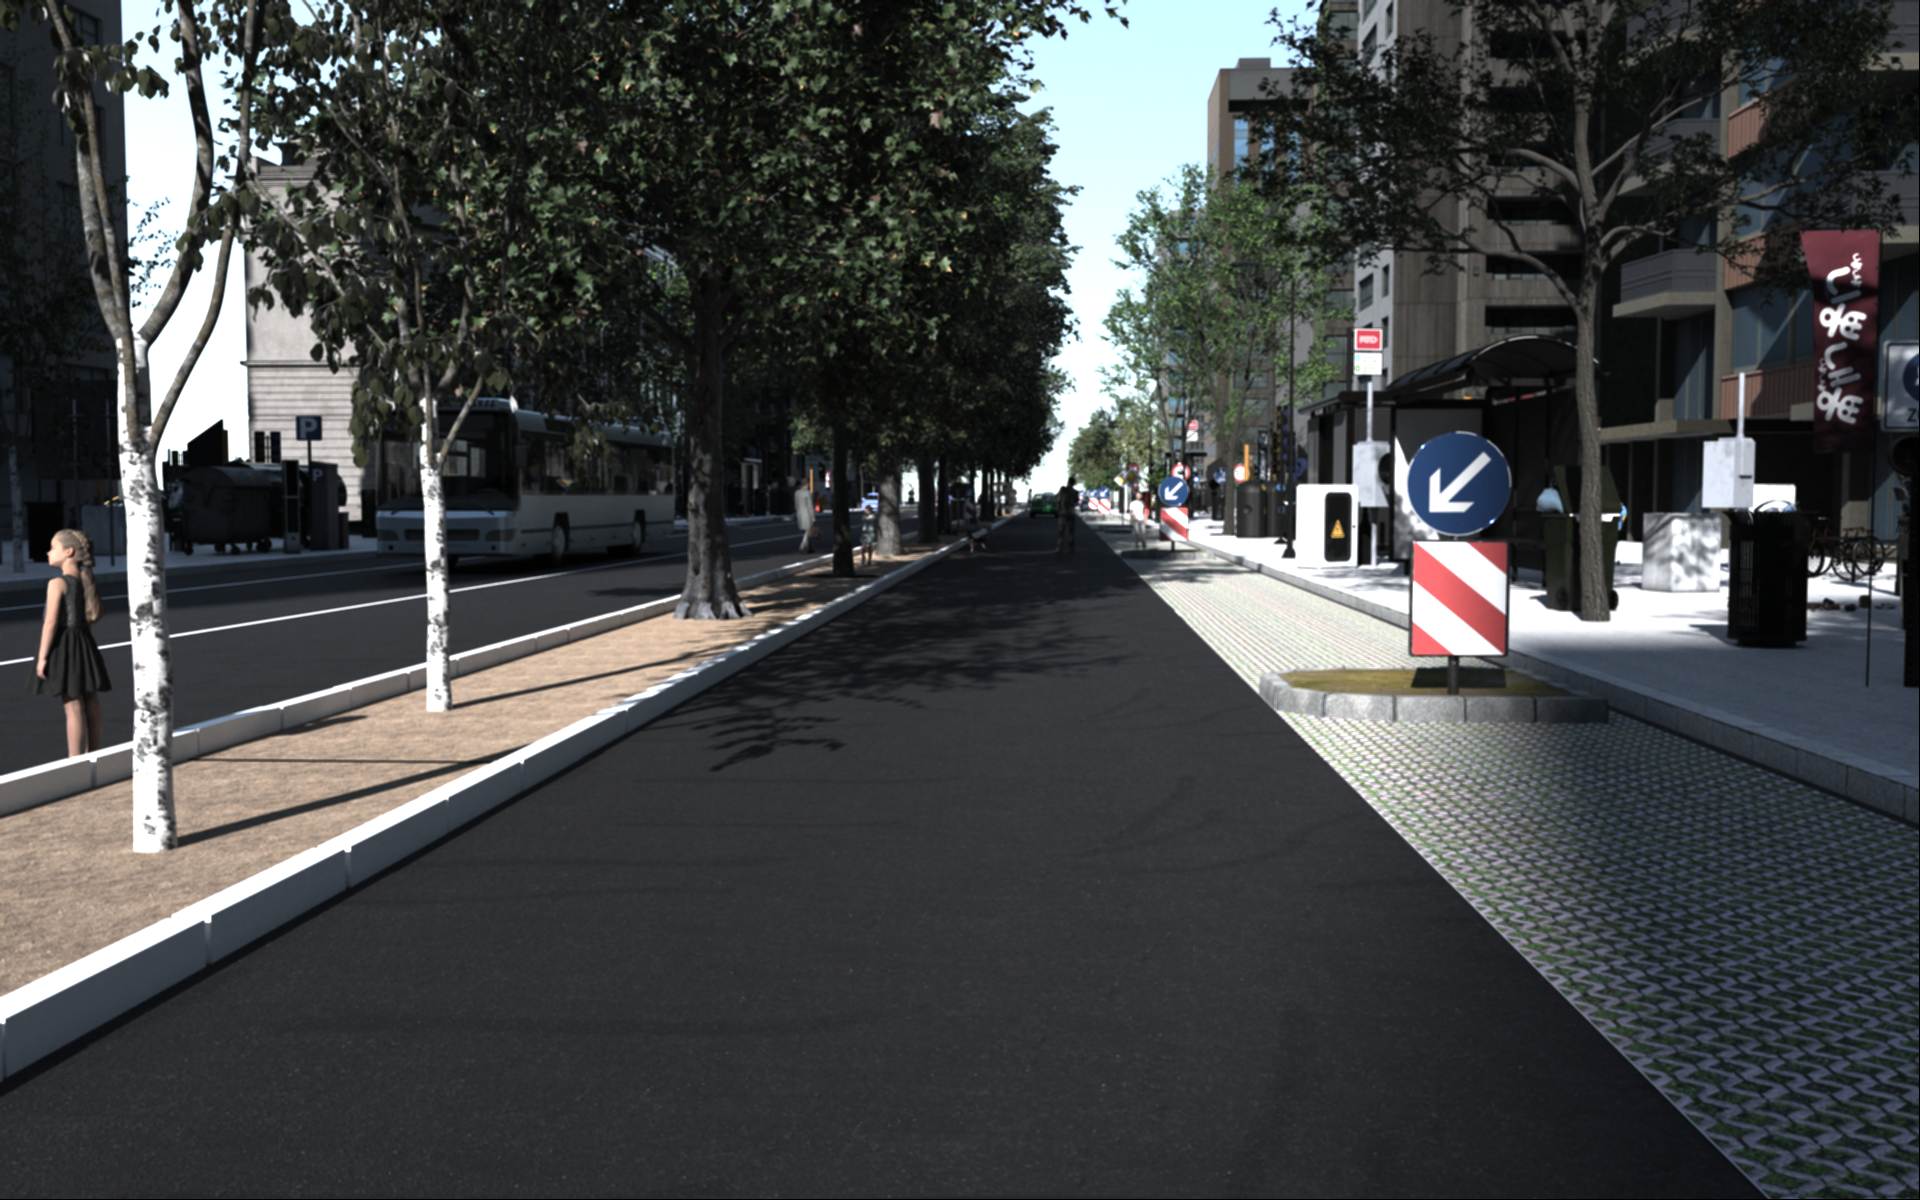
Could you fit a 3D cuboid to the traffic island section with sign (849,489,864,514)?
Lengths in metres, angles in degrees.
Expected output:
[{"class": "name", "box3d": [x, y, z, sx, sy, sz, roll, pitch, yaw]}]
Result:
[{"class": "traffic island section with sign", "box3d": [-7.572, -6.967, 122.532, 1.989, 1.847, 2.006, 0, 4, 3]}]

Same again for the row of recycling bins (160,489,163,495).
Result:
[{"class": "row of recycling bins", "box3d": [-63.918, -7.968, 137.395, 1.069, 1.692, 3.534, 1, 4, 21]}]

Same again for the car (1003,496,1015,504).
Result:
[{"class": "car", "box3d": [7.217, -15.396, 260.758, 2.155, 1.783, 4.494, 0, 4, 2]}]

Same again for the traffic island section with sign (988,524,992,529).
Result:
[{"class": "traffic island section with sign", "box3d": [0.315, -3.895, 71.812, 2.006, 1.907, 1.989, 0, 4, 3]}]

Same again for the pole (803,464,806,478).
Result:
[{"class": "pole", "box3d": [-10.577, -7.584, 117.833, 0.158, 3.312, 0.155, 0, 3, 0]}]

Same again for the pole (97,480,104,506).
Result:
[{"class": "pole", "box3d": [-32.019, -4.323, 64.521, 0.158, 3.312, 0.155, 0, 3, 0]}]

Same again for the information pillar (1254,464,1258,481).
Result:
[{"class": "information pillar", "box3d": [23.029, -8.748, 134.389, 0.504, 3.616, 0.183, -1, 4, -12]}]

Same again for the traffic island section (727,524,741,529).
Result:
[{"class": "traffic island section", "box3d": [-10.344, -3.087, 72.748, 2.009, 0.180, 2.903, 0, 4, 3]}]

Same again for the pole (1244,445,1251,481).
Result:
[{"class": "pole", "box3d": [11.807, -4.749, 71.487, 0.158, 3.312, 0.155, 0, 3, 0]}]

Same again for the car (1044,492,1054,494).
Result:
[{"class": "car", "box3d": [13.731, -15.899, 268.626, 2.281, 1.827, 5.304, 0, 4, 4]}]

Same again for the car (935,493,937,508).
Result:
[{"class": "car", "box3d": [-2.074, -9.229, 159.926, 2.155, 1.783, 4.494, 0, 4, 2]}]

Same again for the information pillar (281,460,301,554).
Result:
[{"class": "information pillar", "box3d": [-14.360, -2.000, 37.185, 0.304, 2.012, 0.304, -2, 4, -32]}]

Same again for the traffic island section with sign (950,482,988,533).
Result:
[{"class": "traffic island section with sign", "box3d": [-0.107, -3.442, 64.417, 2.006, 1.907, 1.989, 0, 4, 3]}]

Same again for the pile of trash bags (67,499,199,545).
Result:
[{"class": "pile of trash bags", "box3d": [-20.441, -2.031, 42.959, 3.447, 1.369, 1.912, 0, 4, -8]}]

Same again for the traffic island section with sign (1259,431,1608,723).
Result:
[{"class": "traffic island section with sign", "box3d": [3.093, -0.191, 11.755, 1.989, 1.847, 2.006, 0, 4, 3]}]

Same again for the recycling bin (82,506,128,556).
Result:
[{"class": "recycling bin", "box3d": [-17.891, -1.450, 36.266, 0.722, 1.027, 0.722, -1, 4, -10]}]

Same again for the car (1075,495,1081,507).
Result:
[{"class": "car", "box3d": [12.626, -10.145, 178.450, 1.945, 1.354, 3.894, 0, 4, 4]}]

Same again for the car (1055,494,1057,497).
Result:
[{"class": "car", "box3d": [6.862, -7.422, 131.143, 2.009, 1.686, 4.222, 0, 4, 4]}]

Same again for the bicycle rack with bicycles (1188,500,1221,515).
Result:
[{"class": "bicycle rack with bicycles", "box3d": [15.311, -5.656, 105.863, 2.925, 0.926, 2.852, 2, 4, 29]}]

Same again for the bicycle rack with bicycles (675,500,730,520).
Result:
[{"class": "bicycle rack with bicycles", "box3d": [-12.762, -4.392, 85.185, 2.925, 0.926, 2.852, -2, 4, -34]}]

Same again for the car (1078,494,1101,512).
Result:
[{"class": "car", "box3d": [9.857, -7.191, 129.577, 2.014, 1.417, 4.499, 0, 4, 1]}]

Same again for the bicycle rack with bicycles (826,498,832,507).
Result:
[{"class": "bicycle rack with bicycles", "box3d": [-10.631, -7.984, 143.919, 2.925, 0.926, 2.852, -1, 4, -23]}]

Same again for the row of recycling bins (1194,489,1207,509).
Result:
[{"class": "row of recycling bins", "box3d": [19.497, -8.069, 139.042, 1.069, 1.692, 3.534, -1, 4, -17]}]

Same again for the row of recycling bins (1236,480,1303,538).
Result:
[{"class": "row of recycling bins", "box3d": [9.637, -2.716, 51.517, 3.534, 1.692, 1.069, -2, 4, -33]}]

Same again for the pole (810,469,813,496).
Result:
[{"class": "pole", "box3d": [-12.077, -9.002, 141.025, 0.158, 3.312, 0.155, 0, 3, 0]}]

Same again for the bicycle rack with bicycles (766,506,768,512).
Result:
[{"class": "bicycle rack with bicycles", "box3d": [-15.201, -6.565, 120.714, 2.925, 0.926, 2.852, 3, 5, 41]}]

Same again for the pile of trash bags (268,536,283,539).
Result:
[{"class": "pile of trash bags", "box3d": [-20.386, -2.497, 50.572, 1.912, 1.369, 3.447, -2, 4, -33]}]

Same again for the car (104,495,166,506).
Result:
[{"class": "car", "box3d": [-34.000, -3.714, 70.944, 3.980, 1.641, 2.015, 0, 4, 4]}]

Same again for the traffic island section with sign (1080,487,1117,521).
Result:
[{"class": "traffic island section with sign", "box3d": [7.673, -5.212, 93.841, 1.989, 1.847, 2.006, 0, 4, 3]}]

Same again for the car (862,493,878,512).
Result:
[{"class": "car", "box3d": [-6.617, -7.668, 134.959, 1.945, 1.707, 3.694, 0, 4, 4]}]

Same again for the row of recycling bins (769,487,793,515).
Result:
[{"class": "row of recycling bins", "box3d": [-11.078, -6.153, 107.716, 1.069, 1.692, 3.534, -1, 4, -18]}]

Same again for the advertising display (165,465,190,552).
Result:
[{"class": "advertising display", "box3d": [-17.458, -2.047, 38.682, 0.974, 1.923, 0.123, 3, 5, 42]}]

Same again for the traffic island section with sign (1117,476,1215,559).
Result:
[{"class": "traffic island section with sign", "box3d": [4.609, -1.837, 38.667, 1.989, 1.847, 2.006, 0, 4, 3]}]

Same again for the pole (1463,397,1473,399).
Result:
[{"class": "pole", "box3d": [10.688, -2.610, 36.518, 0.158, 3.312, 0.155, 0, 3, 0]}]

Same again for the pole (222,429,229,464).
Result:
[{"class": "pole", "box3d": [-23.192, -3.726, 54.763, 0.158, 3.312, 0.155, 0, 3, 0]}]

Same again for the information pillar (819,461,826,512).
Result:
[{"class": "information pillar", "box3d": [-9.627, -7.929, 120.996, 0.504, 3.616, 0.183, 0, 4, 5]}]

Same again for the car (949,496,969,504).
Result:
[{"class": "car", "box3d": [-0.020, -7.424, 133.744, 2.083, 1.381, 4.827, 0, 4, 2]}]

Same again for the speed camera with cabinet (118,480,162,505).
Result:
[{"class": "speed camera with cabinet", "box3d": [-28.566, -4.035, 60.311, 2.038, 3.252, 0.660, 3, 5, 39]}]

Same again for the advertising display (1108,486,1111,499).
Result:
[{"class": "advertising display", "box3d": [12.296, -8.413, 142.761, 0.123, 1.923, 0.974, 0, 4, -1]}]

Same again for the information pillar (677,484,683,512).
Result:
[{"class": "information pillar", "box3d": [-19.579, -7.130, 121.063, 0.304, 2.012, 0.304, -2, 4, -35]}]

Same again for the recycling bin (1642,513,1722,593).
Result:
[{"class": "recycling bin", "box3d": [9.524, -0.631, 22.872, 0.722, 1.027, 0.722, -1, 4, -12]}]

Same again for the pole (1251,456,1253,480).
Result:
[{"class": "pole", "box3d": [15.434, -5.990, 91.775, 0.158, 3.312, 0.155, 0, 3, 0]}]

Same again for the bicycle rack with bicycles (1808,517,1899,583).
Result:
[{"class": "bicycle rack with bicycles", "box3d": [13.433, -0.782, 26.161, 2.925, 0.926, 2.852, -1, 4, -10]}]

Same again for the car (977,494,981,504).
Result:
[{"class": "car", "box3d": [3.576, -15.351, 260.767, 2.009, 1.686, 4.222, 0, 4, 5]}]

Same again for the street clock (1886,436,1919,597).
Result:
[{"class": "street clock", "box3d": [11.849, -1.045, 21.661, 0.471, 2.002, 0.358, 1, 4, 13]}]

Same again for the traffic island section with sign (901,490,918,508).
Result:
[{"class": "traffic island section with sign", "box3d": [-4.797, -10.013, 172.342, 1.989, 1.847, 2.006, 0, 4, 3]}]

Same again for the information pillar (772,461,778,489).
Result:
[{"class": "information pillar", "box3d": [-13.095, -8.040, 122.815, 0.504, 3.616, 0.183, 0, 4, 2]}]

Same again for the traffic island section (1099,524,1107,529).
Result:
[{"class": "traffic island section", "box3d": [6.770, -3.028, 71.793, 2.009, 0.180, 2.903, 0, 4, 3]}]

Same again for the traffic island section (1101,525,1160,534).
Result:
[{"class": "traffic island section", "box3d": [6.325, -2.541, 63.820, 2.009, 0.180, 2.903, 0, 4, 3]}]

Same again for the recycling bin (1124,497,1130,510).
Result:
[{"class": "recycling bin", "box3d": [13.067, -7.624, 137.205, 0.722, 1.027, 0.722, 1, 4, 21]}]

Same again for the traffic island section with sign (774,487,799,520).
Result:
[{"class": "traffic island section with sign", "box3d": [-9.096, -5.301, 95.304, 1.989, 1.847, 2.006, 0, 4, 3]}]

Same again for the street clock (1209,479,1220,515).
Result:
[{"class": "street clock", "box3d": [12.489, -4.926, 85.109, 0.471, 2.002, 0.358, 2, 4, 29]}]

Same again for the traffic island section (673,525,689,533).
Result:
[{"class": "traffic island section", "box3d": [-10.789, -2.599, 64.776, 2.009, 0.180, 2.903, 0, 4, 3]}]

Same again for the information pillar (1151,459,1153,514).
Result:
[{"class": "information pillar", "box3d": [12.640, -7.513, 114.193, 0.183, 3.616, 0.504, -1, 4, -9]}]

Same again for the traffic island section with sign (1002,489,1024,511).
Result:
[{"class": "traffic island section with sign", "box3d": [4.489, -8.483, 146.835, 2.006, 1.907, 1.989, 0, 4, 3]}]

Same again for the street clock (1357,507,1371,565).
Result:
[{"class": "street clock", "box3d": [7.345, -1.640, 31.383, 0.358, 2.002, 0.471, -2, 4, -26]}]

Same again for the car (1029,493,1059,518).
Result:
[{"class": "car", "box3d": [5.204, -5.956, 106.172, 1.959, 1.807, 4.718, 0, 4, 4]}]

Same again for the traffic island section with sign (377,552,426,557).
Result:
[{"class": "traffic island section with sign", "box3d": [-12.175, -1.926, 40.114, 1.989, 1.847, 2.006, 0, 4, 3]}]

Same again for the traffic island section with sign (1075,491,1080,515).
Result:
[{"class": "traffic island section with sign", "box3d": [9.181, -6.867, 120.899, 1.989, 1.847, 2.006, 0, 4, 3]}]
